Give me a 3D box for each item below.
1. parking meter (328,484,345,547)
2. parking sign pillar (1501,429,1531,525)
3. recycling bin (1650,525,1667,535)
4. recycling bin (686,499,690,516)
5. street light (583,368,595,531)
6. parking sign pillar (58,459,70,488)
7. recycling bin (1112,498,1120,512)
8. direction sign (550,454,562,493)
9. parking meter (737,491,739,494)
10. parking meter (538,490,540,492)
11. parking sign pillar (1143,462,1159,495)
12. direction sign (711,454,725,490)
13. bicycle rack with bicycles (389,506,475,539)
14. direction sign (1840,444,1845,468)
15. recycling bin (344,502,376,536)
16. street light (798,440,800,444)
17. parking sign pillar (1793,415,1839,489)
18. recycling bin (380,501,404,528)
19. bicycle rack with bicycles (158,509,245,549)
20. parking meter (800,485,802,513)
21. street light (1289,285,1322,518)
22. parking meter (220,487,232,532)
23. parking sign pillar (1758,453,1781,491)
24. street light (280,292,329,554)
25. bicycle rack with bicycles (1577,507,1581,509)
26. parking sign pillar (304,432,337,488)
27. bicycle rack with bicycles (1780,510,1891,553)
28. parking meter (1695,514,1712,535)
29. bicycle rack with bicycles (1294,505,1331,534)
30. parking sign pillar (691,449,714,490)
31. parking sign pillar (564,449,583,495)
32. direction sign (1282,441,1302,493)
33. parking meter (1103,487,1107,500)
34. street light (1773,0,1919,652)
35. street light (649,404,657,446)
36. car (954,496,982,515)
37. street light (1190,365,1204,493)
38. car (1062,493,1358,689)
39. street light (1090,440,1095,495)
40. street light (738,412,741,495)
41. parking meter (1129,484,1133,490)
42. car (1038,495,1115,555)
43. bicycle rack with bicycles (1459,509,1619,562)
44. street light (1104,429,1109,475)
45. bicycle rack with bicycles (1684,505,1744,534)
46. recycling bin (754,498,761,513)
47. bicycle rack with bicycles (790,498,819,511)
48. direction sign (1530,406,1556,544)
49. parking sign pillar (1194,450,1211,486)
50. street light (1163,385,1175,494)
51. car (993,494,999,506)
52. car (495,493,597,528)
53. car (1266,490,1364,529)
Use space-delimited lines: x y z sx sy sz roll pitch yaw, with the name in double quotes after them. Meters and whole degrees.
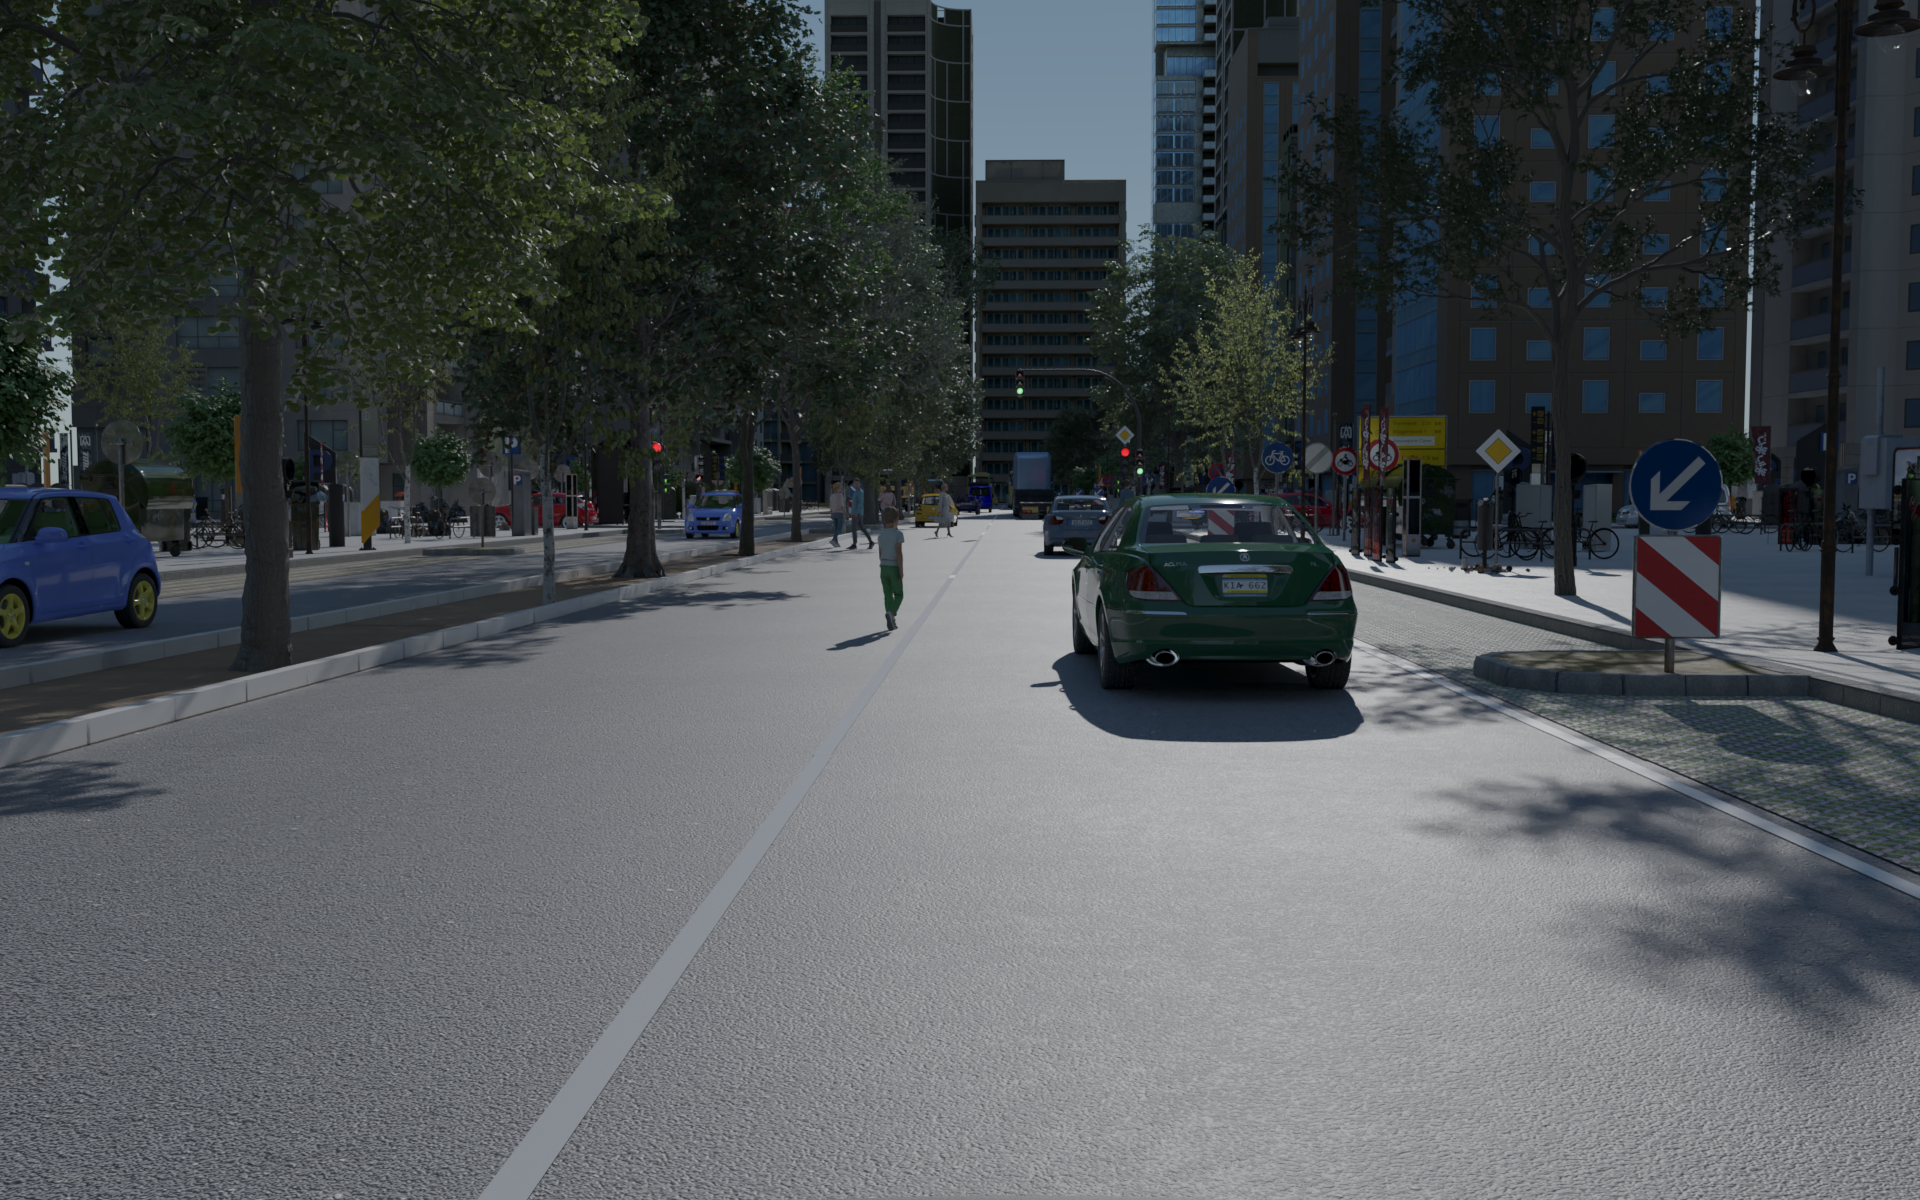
-15.186 -2.066 42.190 0.372 1.533 0.369 0 3 0 "parking meter"
23.127 -5.074 71.439 1.447 3.967 1.447 3 4 36 "parking sign pillar"
20.499 -2.319 50.462 0.722 1.027 0.722 1 4 22 "recycling bin"
-17.575 -6.189 113.745 0.722 1.027 0.722 -1 4 -11 "recycling bin"
-13.158 -5.382 60.790 0.468 5.910 1.993 0 4 2 "street light"
-68.385 -8.790 132.191 1.447 3.967 1.447 -1 4 -12 "parking sign pillar"
10.058 -5.884 108.764 0.722 1.027 0.722 -3 4 -36 "recycling bin"
-21.522 -6.133 92.267 0.876 3.537 0.379 2 4 34 "direction sign"
-17.757 -7.896 137.515 0.372 1.533 0.369 0 3 0 "parking meter"
-23.568 -5.389 96.519 0.372 1.533 0.369 0 3 0 "parking meter"
14.970 -9.001 135.632 1.447 3.967 1.447 3 5 44 "parking sign pillar"
-13.734 -6.502 98.310 0.876 3.537 0.379 -3 5 -41 "direction sign"
-15.403 -2.236 49.941 2.852 0.926 2.925 0 4 7 "bicycle rack with bicycles"
39.982 -5.293 78.529 0.379 3.537 0.876 1 4 18 "direction sign"
-18.492 -2.493 53.318 0.722 1.027 0.722 2 4 32 "recycling bin"
-11.355 -9.012 120.130 0.468 5.910 1.993 0 4 2 "street light"
29.241 -4.327 59.217 1.447 3.967 1.447 1 4 13 "parking sign pillar"
-20.793 -3.116 63.505 0.722 1.027 0.722 0 4 -4 "recycling bin"
-17.373 -1.671 40.697 2.925 0.926 2.852 -1 4 -8 "bicycle rack with bicycles"
-10.944 -6.832 117.410 0.399 1.863 0.255 0 4 6 "parking meter"
7.662 -4.023 38.559 0.468 5.910 1.993 0 4 2 "street light"
-24.791 -3.063 58.490 0.372 1.533 0.369 0 3 0 "parking meter"
44.288 -6.502 94.775 1.447 3.967 1.447 -1 4 -14 "parking sign pillar"
-13.884 -3.914 36.780 0.468 5.910 1.993 0 4 2 "street light"
17.418 -2.239 49.991 2.852 0.926 2.925 2 4 35 "bicycle rack with bicycles"
-27.803 -5.312 75.316 1.447 3.967 1.447 -1 4 -15 "parking sign pillar"
19.481 -1.547 38.678 2.925 0.926 2.852 -2 4 -26 "bicycle rack with bicycles"
18.629 -2.139 43.378 0.372 1.533 0.369 0 3 0 "parking meter"
10.687 -2.616 56.161 2.925 0.926 2.852 0 4 -4 "bicycle rack with bicycles"
-15.438 -7.063 103.945 1.447 3.967 1.447 1 4 16 "parking sign pillar"
-19.081 -5.937 85.544 1.447 3.967 1.447 -2 4 -35 "parking sign pillar"
14.180 -5.005 73.822 0.379 3.537 0.876 -3 5 -43 "direction sign"
10.276 -7.188 123.235 0.399 1.863 0.255 -2 4 -27 "parking meter"
7.065 -2.518 13.959 0.468 5.910 1.993 0 4 2 "street light"
-12.802 -6.054 71.765 0.468 5.910 1.993 0 4 2 "street light"
0.524 -6.592 120.365 1.945 1.354 3.894 0 4 3 "car"
8.568 -5.480 62.381 0.468 5.910 1.993 0 4 2 "street light"
1.934 -0.143 14.142 2.131 1.459 4.920 0 4 0 "car"
11.025 -10.520 144.789 0.468 5.910 1.993 0 4 2 "street light"
-12.170 -7.537 96.025 0.468 5.910 1.993 0 4 2 "street light"
9.813 -5.783 100.271 0.399 1.863 0.255 3 5 39 "parking meter"
2.894 -1.826 41.860 2.014 1.417 4.499 0 4 3 "car"
11.096 -1.274 34.209 2.852 0.926 2.925 -3 5 -40 "bicycle rack with bicycles"
10.294 -9.063 120.962 0.468 5.910 1.993 0 4 2 "street light"
24.830 -2.605 55.972 2.925 0.926 2.852 2 4 30 "bicycle rack with bicycles"
-13.633 -6.256 114.845 0.722 1.027 0.722 1 4 15 "recycling bin"
-13.048 -7.973 143.739 2.925 0.926 2.852 -2 4 -28 "bicycle rack with bicycles"
15.172 -3.225 44.733 0.876 3.537 0.379 0 4 7 "direction sign"
13.696 -6.619 96.700 1.447 3.967 1.447 -2 4 -35 "parking sign pillar"
8.833 -6.148 73.308 0.468 5.910 1.993 0 4 2 "street light"
3.763 -12.384 212.698 2.015 1.641 3.980 0 4 3 "car"
-16.375 -3.559 67.228 4.494 1.783 2.155 0 4 1 "car"
13.187 -3.453 65.492 4.494 1.783 2.155 0 4 2 "car"
